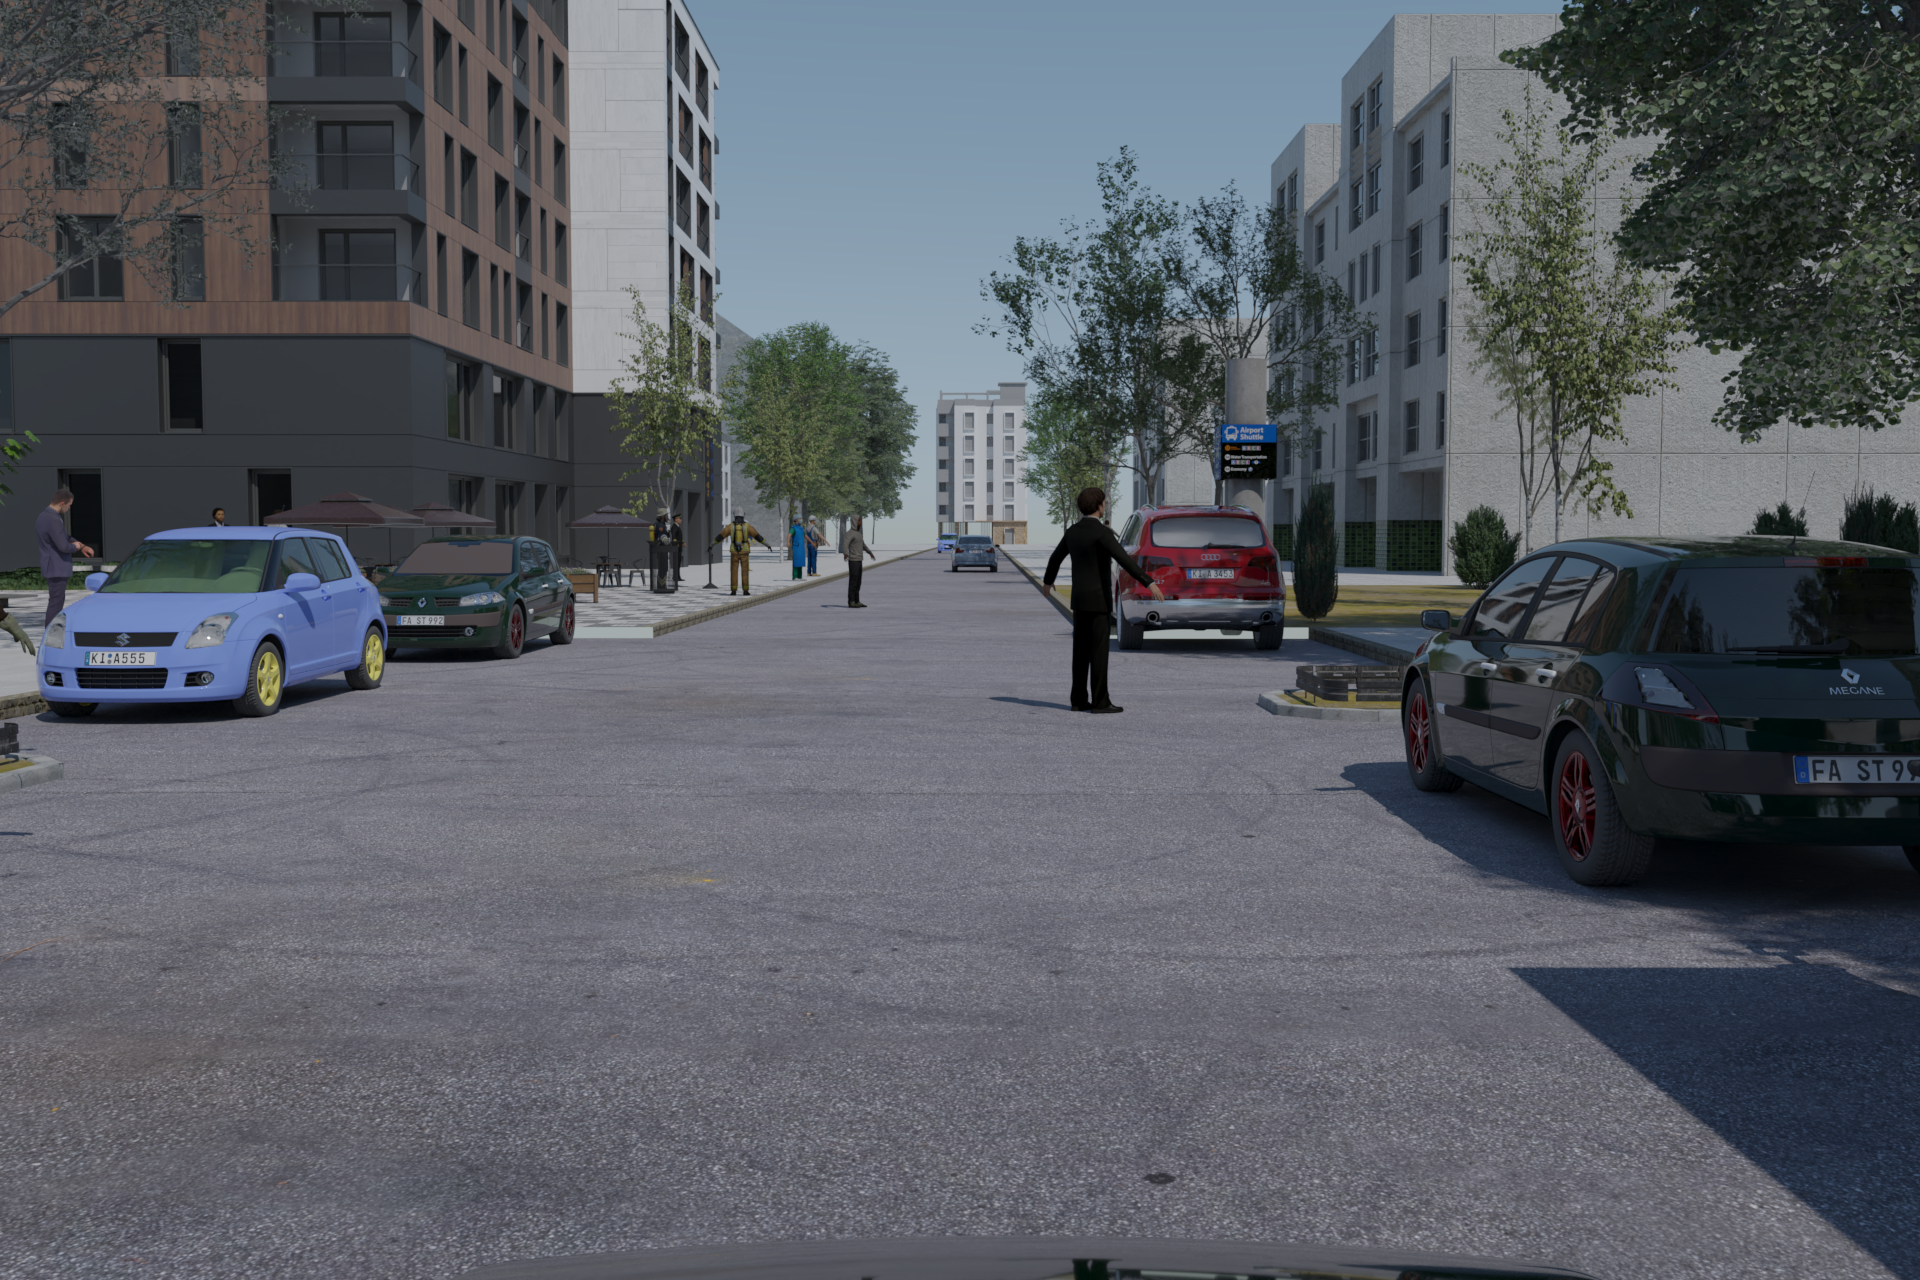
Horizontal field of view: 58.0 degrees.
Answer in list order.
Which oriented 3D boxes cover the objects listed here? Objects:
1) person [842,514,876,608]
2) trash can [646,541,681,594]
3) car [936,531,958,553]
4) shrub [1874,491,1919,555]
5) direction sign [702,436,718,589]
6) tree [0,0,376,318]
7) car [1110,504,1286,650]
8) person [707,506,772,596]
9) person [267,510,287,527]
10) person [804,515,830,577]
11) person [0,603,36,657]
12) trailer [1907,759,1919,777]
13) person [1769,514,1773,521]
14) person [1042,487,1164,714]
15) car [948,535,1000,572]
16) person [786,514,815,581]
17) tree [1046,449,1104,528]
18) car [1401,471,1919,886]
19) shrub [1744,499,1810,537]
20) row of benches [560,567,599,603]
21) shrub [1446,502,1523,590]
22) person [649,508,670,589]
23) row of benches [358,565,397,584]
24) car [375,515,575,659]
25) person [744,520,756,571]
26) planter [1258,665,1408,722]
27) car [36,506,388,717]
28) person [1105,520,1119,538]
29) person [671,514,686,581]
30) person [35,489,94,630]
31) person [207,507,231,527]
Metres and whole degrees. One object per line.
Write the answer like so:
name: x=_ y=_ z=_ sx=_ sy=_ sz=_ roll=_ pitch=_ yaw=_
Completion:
person: x=-2.004 y=-1.532 z=33.626 sx=0.705 sy=1.813 sz=1.348 roll=1 pitch=4 yaw=21
trash can: x=-6.365 y=-1.564 z=37.221 sx=0.748 sy=1.137 sz=0.748 roll=0 pitch=3 yaw=0
car: x=-0.813 y=-7.366 z=130.019 sx=1.945 sy=1.707 sz=3.694 roll=0 pitch=4 yaw=1
shrub: x=17.041 y=-1.700 z=31.835 sx=1.661 sy=2.075 sz=1.752 roll=0 pitch=3 yaw=0
direction sign: x=-5.858 y=-2.968 z=40.529 sx=0.379 sy=3.537 sz=0.876 roll=0 pitch=4 yaw=2
tree: x=-11.433 y=-6.595 z=18.199 sx=12.009 sy=13.543 sz=11.850 roll=0 pitch=3 yaw=0
car: x=2.991 y=-0.876 z=22.993 sx=2.281 sy=1.827 sz=5.304 roll=0 pitch=4 yaw=1
person: x=-4.589 y=-1.854 z=36.075 sx=1.354 sy=1.858 sz=0.705 roll=0 pitch=4 yaw=-3
person: x=-14.626 y=-1.901 z=37.270 sx=1.347 sy=1.806 sz=0.705 roll=2 pitch=4 yaw=24
person: x=-4.441 y=-2.842 z=52.320 sx=1.347 sy=1.847 sz=0.705 roll=3 pitch=5 yaw=45
person: x=-4.691 y=0.075 z=7.361 sx=1.346 sy=1.812 sz=0.704 roll=-1 pitch=4 yaw=-13
trailer: x=3.084 y=0.212 z=3.579 sx=1.471 sy=1.999 sz=3.904 roll=0 pitch=3 yaw=0
person: x=21.179 y=-2.414 z=45.608 sx=0.704 sy=1.843 sz=1.345 roll=2 pitch=4 yaw=29
person: x=1.082 y=-0.323 z=13.932 sx=0.705 sy=1.806 sz=1.347 roll=-3 pitch=5 yaw=-39
car: x=0.546 y=-3.318 z=66.244 sx=2.014 sy=1.417 sz=4.499 roll=0 pitch=4 yaw=0
person: x=-4.383 y=-2.508 z=47.127 sx=0.704 sy=1.817 sz=1.347 roll=2 pitch=4 yaw=28
tree: x=14.741 y=-18.491 z=220.447 sx=7.486 sy=12.596 sz=7.792 roll=0 pitch=3 yaw=0
car: x=3.379 y=0.083 z=8.426 sx=2.009 sy=1.686 sz=4.222 roll=0 pitch=4 yaw=1
shrub: x=18.690 y=-2.168 z=39.493 sx=1.661 sy=2.075 sz=1.752 roll=0 pitch=3 yaw=0
row of benches: x=-8.113 y=-1.105 z=33.525 sx=1.422 sy=0.672 sz=4.104 roll=-3 pitch=4 yaw=-37
shrub: x=12.160 y=-2.187 z=40.178 sx=1.690 sy=2.028 sz=1.600 roll=0 pitch=3 yaw=0
person: x=-6.602 y=-2.008 z=38.605 sx=0.705 sy=1.856 sz=1.354 roll=-1 pitch=4 yaw=-16
row of benches: x=-11.989 y=-1.142 z=34.132 sx=4.104 sy=0.672 sz=1.422 roll=3 pitch=4 yaw=36
car: x=-5.923 y=-0.693 z=21.123 sx=2.009 sy=1.686 sz=4.222 roll=0 pitch=4 yaw=1
person: x=-7.335 y=-3.272 z=59.964 sx=0.721 sy=1.772 sz=1.216 roll=-2 pitch=4 yaw=-28
planter: x=3.497 y=0.427 z=14.165 sx=1.991 sy=0.319 sz=1.994 roll=0 pitch=4 yaw=0
car: x=-6.237 y=-0.312 z=14.689 sx=1.945 sy=1.707 sz=3.694 roll=0 pitch=4 yaw=1
person: x=5.281 y=-3.431 z=62.363 sx=1.348 sy=1.796 sz=0.705 roll=-1 pitch=4 yaw=-12
person: x=-7.660 y=-2.516 z=47.069 sx=0.705 sy=1.837 sz=1.347 roll=0 pitch=4 yaw=1
person: x=-9.717 y=-0.755 z=18.834 sx=0.568 sy=1.767 sz=0.683 roll=-3 pitch=5 yaw=-42
person: x=-12.774 y=-1.423 z=29.982 sx=1.216 sy=1.740 sz=0.721 roll=-3 pitch=5 yaw=-42
